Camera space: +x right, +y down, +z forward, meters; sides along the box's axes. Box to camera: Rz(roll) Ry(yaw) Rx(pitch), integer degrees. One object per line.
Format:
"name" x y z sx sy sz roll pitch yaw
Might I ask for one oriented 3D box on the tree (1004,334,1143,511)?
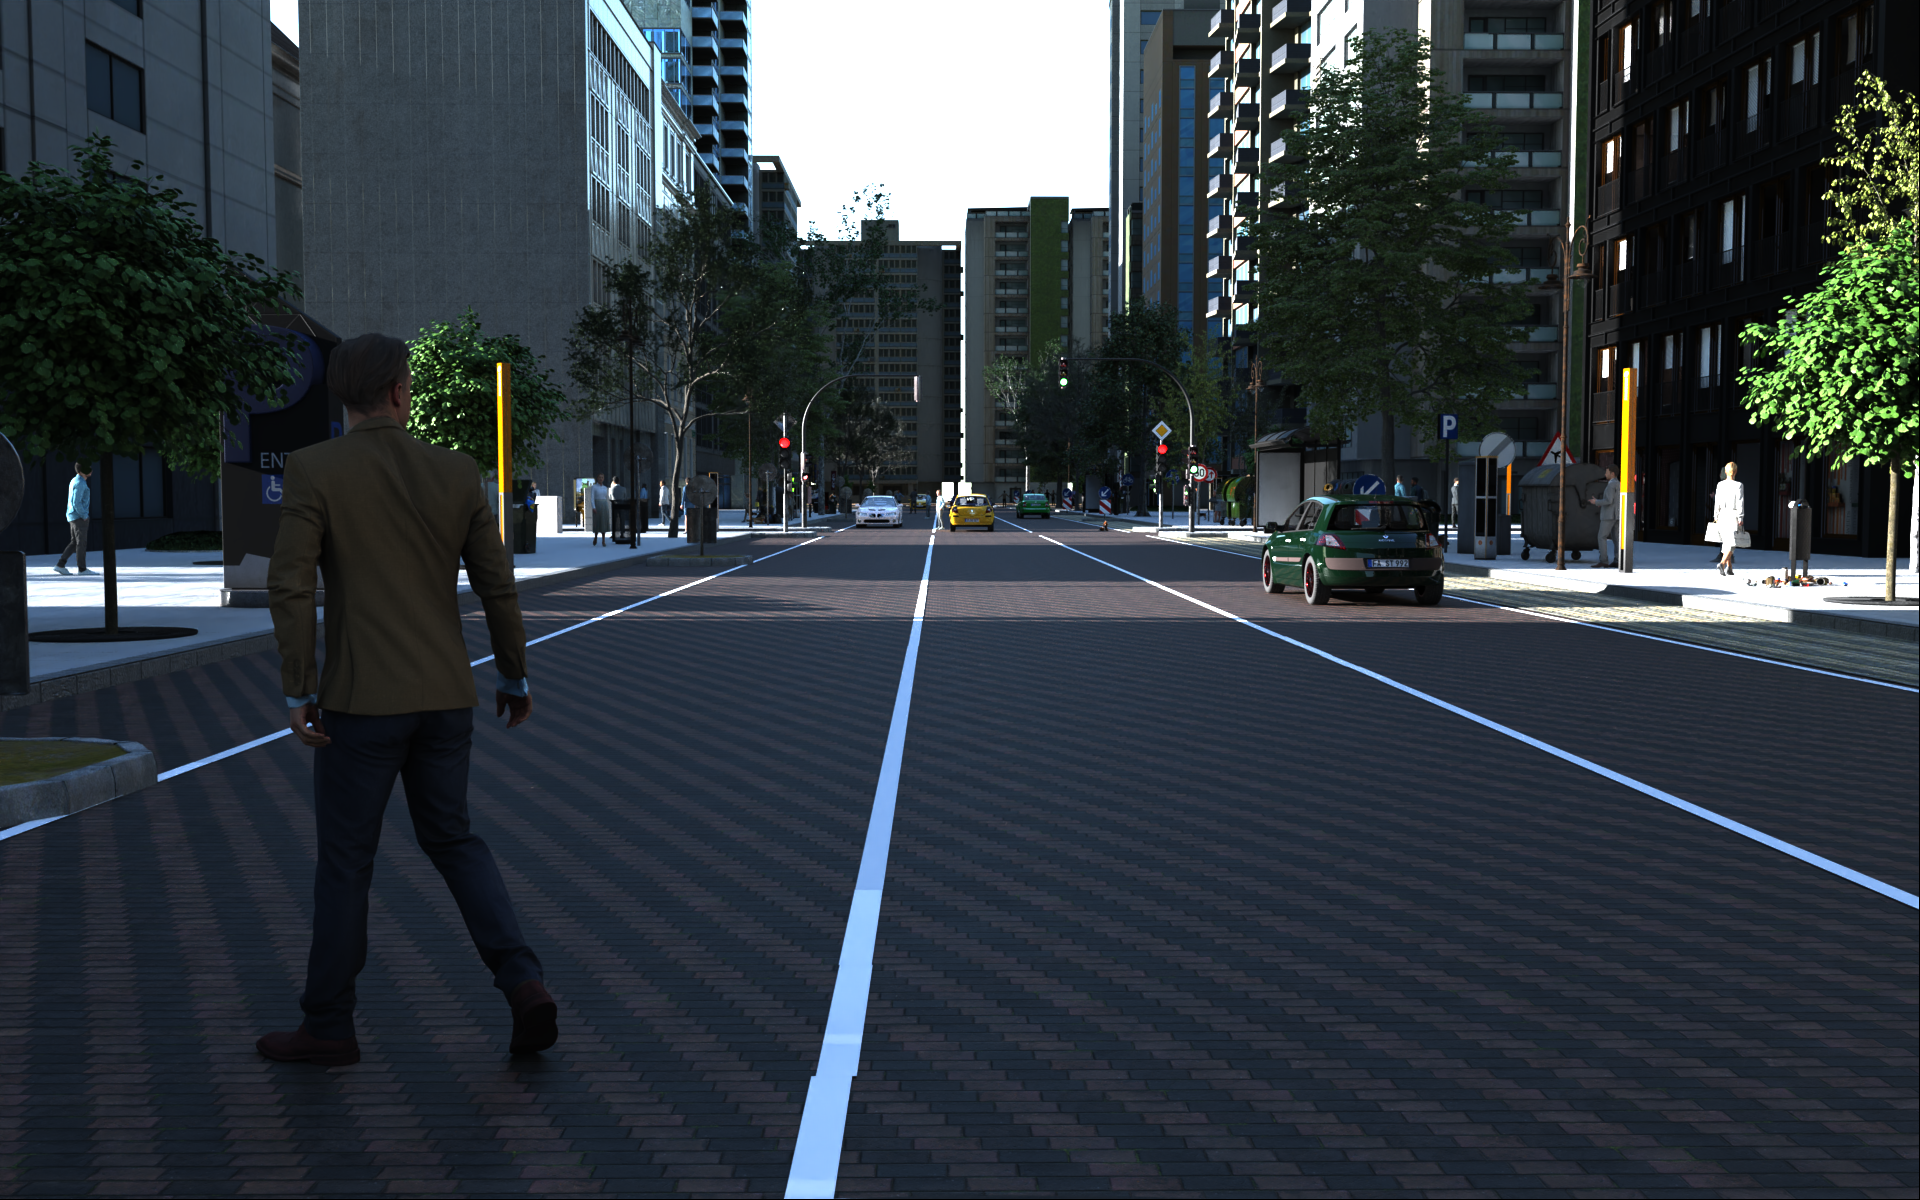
"tree" 9.002 -13.551 131.929 12.009 13.543 11.850 0 3 0

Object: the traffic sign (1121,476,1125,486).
"traffic sign" 11.384 -7.400 120.987 0.884 2.594 0.081 0 4 7

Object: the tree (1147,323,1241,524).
"tree" 10.300 -7.634 75.185 4.737 8.622 4.395 0 3 0

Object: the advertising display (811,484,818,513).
"advertising display" -9.612 -6.797 116.350 0.974 1.923 0.123 1 4 21

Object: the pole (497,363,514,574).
"pole" -7.097 -2.030 27.035 0.158 3.312 0.155 0 3 0

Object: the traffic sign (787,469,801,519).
"traffic sign" -8.545 -5.422 88.761 0.768 2.556 0.104 0 4 5

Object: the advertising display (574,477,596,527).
"advertising display" -14.560 -3.795 67.258 0.123 1.923 0.974 3 5 40

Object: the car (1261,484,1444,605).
"car" 5.322 -0.859 23.831 2.009 1.686 4.222 0 4 -2

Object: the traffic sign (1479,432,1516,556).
"traffic sign" 11.015 -2.171 35.594 0.768 2.556 0.104 0 4 1

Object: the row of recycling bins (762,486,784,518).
"row of recycling bins" -10.099 -5.330 94.256 1.069 1.692 3.534 -1 4 -14

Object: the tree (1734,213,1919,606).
"tree" 11.044 -2.236 20.277 4.285 4.588 4.351 0 3 0

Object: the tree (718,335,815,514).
"tree" -8.559 -7.770 77.408 4.360 8.622 3.978 0 3 0

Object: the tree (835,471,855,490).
"tree" -9.595 -9.259 145.979 1.663 3.219 1.824 0 3 0

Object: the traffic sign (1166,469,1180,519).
"traffic sign" 11.011 -5.470 89.534 0.768 2.556 0.104 0 4 1

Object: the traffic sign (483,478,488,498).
"traffic sign" -9.150 -2.038 33.421 0.768 2.556 0.104 0 4 3

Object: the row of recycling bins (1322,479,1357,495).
"row of recycling bins" 10.689 -2.470 47.499 1.069 1.692 3.534 0 4 1

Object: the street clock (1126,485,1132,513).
"street clock" 11.380 -6.894 117.292 0.471 2.002 0.358 0 4 -3

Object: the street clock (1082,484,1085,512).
"street clock" 8.647 -7.107 120.774 0.358 2.002 0.471 0 4 7

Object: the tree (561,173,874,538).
"tree" -8.166 -7.099 50.487 7.601 10.594 8.767 2 4 30

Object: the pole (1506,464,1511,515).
"pole" 21.037 -4.436 66.377 0.158 3.312 0.155 0 3 0

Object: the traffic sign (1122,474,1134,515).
"traffic sign" 10.380 -6.546 107.133 0.768 2.556 0.104 0 4 1

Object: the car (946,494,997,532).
"car" 0.460 -3.503 67.495 2.015 1.641 3.980 0 4 0

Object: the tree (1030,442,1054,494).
"tree" 9.146 -14.362 185.174 4.737 8.622 4.395 0 3 0

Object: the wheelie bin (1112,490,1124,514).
"wheelie bin" 10.240 -6.401 112.563 0.693 1.594 0.980 1 4 22

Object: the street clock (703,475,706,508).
"street clock" -9.873 -3.794 66.603 0.358 2.002 0.471 -2 4 -30

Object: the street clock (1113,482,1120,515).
"street clock" 9.477 -6.141 104.980 0.358 2.002 0.471 3 4 38

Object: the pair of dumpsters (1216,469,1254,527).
"pair of dumpsters" 11.443 -4.119 69.832 1.574 2.255 4.437 0 4 -1

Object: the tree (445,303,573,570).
"tree" -8.390 -2.823 29.877 4.285 4.588 4.351 0 3 0

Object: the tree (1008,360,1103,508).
"tree" 9.219 -15.508 160.207 9.857 13.997 8.962 0 3 0

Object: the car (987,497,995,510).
"car" 0.811 -4.557 87.082 1.945 1.354 3.894 0 4 -1

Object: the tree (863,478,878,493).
"tree" -10.522 -12.848 204.666 1.663 3.219 1.824 0 3 0

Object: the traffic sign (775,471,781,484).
"traffic sign" -9.508 -5.387 88.184 0.768 2.556 0.104 0 4 8

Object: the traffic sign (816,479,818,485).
"traffic sign" -9.805 -7.297 121.442 0.606 2.300 0.079 1 4 9

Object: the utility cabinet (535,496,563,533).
"utility cabinet" -13.516 -2.784 56.681 1.020 1.237 0.306 1 4 21

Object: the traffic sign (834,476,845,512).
"traffic sign" -8.507 -7.479 122.393 0.768 2.556 0.104 0 4 0

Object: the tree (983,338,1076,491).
"tree" 9.406 -21.588 208.847 12.611 20.169 13.585 0 3 0

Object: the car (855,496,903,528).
"car" -3.472 -3.826 74.915 2.083 1.381 4.827 0 4 1

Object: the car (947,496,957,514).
"car" 0.038 -7.078 128.306 1.945 1.354 3.894 0 4 -1

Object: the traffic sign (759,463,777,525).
"traffic sign" -7.856 -4.322 70.771 0.768 2.556 0.104 0 4 6

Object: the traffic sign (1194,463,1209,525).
"traffic sign" 9.973 -4.412 72.243 0.768 2.556 0.104 0 4 7

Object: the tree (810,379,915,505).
"tree" -10.527 -16.706 183.519 12.009 13.543 11.850 0 3 0

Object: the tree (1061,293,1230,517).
"tree" 10.559 -11.114 98.714 9.611 12.733 9.660 0 3 0

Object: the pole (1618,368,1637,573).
"pole" 10.861 -2.099 28.161 0.158 3.312 0.155 0 3 0

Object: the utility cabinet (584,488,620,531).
"utility cabinet" -12.139 -3.064 58.770 1.173 1.500 0.318 -1 4 -15

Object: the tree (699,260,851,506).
"tree" -9.136 -10.137 83.863 7.486 12.596 7.792 0 3 0

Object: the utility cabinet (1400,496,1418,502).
"utility cabinet" 12.058 -2.206 47.226 0.306 1.237 1.020 -1 4 -18

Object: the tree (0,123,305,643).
"tree" -7.752 -1.946 15.528 4.285 4.588 4.351 0 3 0

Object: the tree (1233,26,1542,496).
"tree" 10.306 -7.647 43.152 7.486 12.596 7.792 0 3 0

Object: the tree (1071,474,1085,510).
"tree" 10.079 -9.121 143.728 1.663 3.219 1.824 0 3 0

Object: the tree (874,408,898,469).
"tree" -9.340 -12.358 136.457 8.767 10.594 7.601 -2 4 -33

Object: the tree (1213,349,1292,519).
"tree" 14.788 -8.470 88.852 4.360 8.622 3.978 0 3 0

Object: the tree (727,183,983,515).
"tree" -7.047 -15.204 104.476 12.611 20.169 13.585 0 3 0

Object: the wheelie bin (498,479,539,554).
"wheelie bin" -9.544 -1.804 37.408 0.980 1.594 0.693 1 4 16

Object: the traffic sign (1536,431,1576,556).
"traffic sign" 12.343 -2.193 35.852 0.884 2.594 0.081 0 4 0

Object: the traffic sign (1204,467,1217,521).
"traffic sign" 11.700 -4.974 81.435 0.768 2.556 0.104 0 4 4

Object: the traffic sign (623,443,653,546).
"traffic sign" -7.968 -2.616 42.885 0.768 2.556 0.104 0 4 7
